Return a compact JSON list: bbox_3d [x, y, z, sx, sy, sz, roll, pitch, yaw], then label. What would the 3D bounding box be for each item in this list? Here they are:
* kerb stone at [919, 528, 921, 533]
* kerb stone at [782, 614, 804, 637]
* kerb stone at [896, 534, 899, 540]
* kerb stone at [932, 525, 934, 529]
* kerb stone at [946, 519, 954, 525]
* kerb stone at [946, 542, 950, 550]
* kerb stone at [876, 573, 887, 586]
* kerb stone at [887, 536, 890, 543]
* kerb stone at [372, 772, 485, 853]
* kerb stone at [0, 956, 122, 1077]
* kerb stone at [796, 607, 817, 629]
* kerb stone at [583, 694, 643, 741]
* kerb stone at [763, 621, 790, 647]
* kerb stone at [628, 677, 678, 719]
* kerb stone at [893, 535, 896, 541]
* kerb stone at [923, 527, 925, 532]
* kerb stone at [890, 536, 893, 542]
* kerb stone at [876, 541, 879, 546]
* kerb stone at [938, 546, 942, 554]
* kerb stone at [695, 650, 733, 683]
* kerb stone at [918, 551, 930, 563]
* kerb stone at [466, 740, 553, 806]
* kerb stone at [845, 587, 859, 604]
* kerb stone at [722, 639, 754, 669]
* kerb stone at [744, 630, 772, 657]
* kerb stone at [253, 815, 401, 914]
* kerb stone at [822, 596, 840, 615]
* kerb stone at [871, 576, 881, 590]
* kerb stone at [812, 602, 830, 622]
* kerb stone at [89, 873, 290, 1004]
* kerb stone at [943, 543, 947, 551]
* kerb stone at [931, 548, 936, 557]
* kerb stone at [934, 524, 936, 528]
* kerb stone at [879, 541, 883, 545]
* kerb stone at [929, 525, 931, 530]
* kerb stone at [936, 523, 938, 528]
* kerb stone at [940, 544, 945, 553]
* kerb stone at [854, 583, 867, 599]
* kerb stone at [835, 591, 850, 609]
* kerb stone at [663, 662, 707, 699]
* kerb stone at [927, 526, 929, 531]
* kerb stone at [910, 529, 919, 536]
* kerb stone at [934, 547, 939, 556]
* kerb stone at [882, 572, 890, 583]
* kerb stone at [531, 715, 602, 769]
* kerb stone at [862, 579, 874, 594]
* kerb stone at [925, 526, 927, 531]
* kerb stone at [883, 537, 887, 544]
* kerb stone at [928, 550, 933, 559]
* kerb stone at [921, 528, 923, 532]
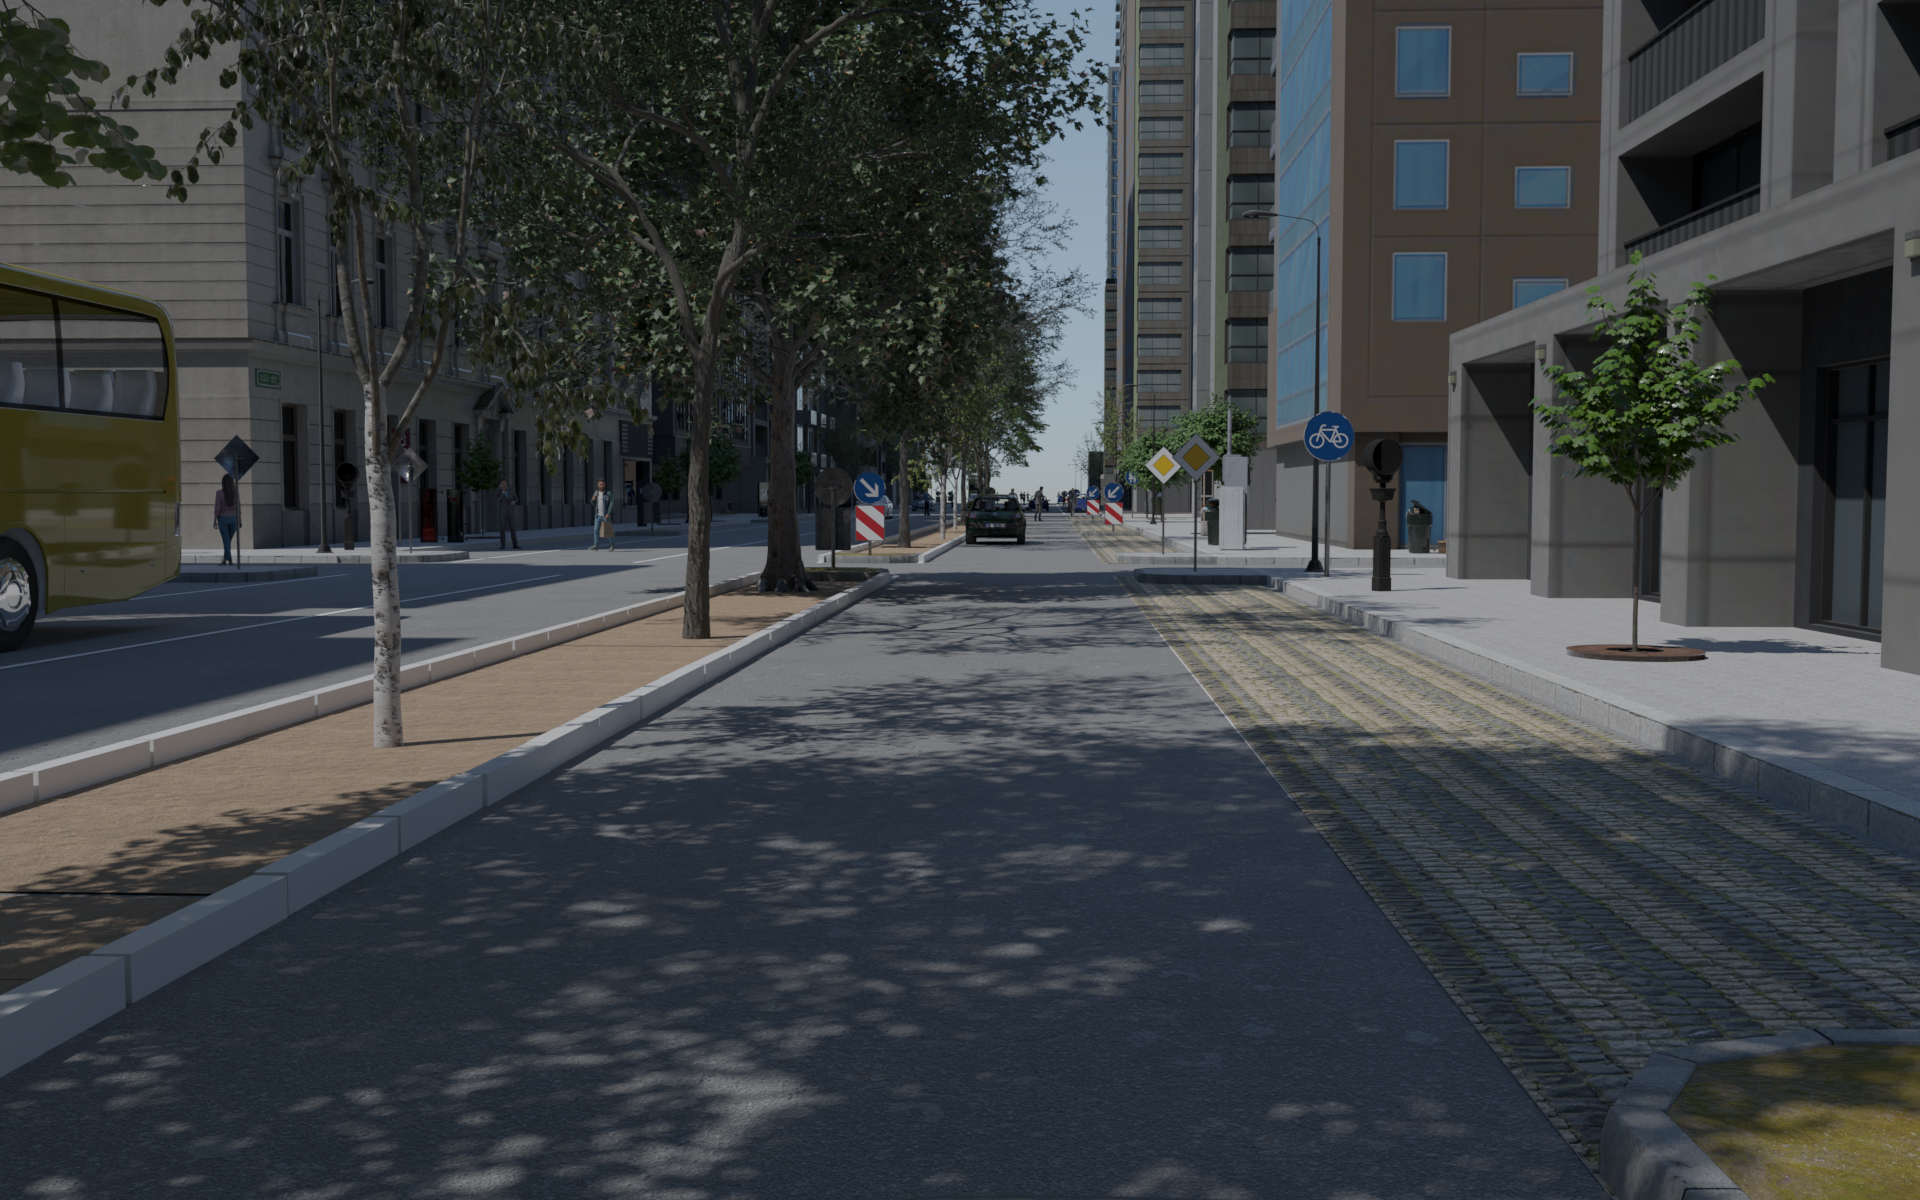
[{"bbox_3d":[-1.587,-2.454,62.325,0.120,0.150,1.000,0,4,3],"label":"kerb stone"},{"bbox_3d":[-1.743,0.277,17.661,0.120,0.150,1.000,0,4,3],"label":"kerb stone"},{"bbox_3d":[-2.048,-1.888,53.132,0.120,0.150,1.000,0,4,3],"label":"kerb stone"},{"bbox_3d":[-1.222,-2.884,69.476,0.120,0.150,1.000,0,4,3],"label":"kerb stone"},{"bbox_3d":[-0.504,-3.764,83.786,0.120,0.150,1.000,0,4,3],"label":"kerb stone"},{"bbox_3d":[-0.417,-1.319,43.788,0.120,0.150,1.000,0,4,3],"label":"kerb stone"},{"bbox_3d":[-1.276,-0.287,26.881,0.120,0.150,1.000,0,4,3],"label":"kerb stone"},{"bbox_3d":[-2.201,-1.704,50.059,0.120,0.150,1.000,0,4,3],"label":"kerb stone"},{"bbox_3d":[-2.267,0.904,7.416,0.120,0.150,1.000,0,4,3],"label":"kerb stone"},{"bbox_3d":[-2.412,1.098,4.332,0.120,0.150,1.000,0,4,3],"label":"kerb stone"},{"bbox_3d":[-1.693,0.215,18.692,0.120,0.150,1.000,0,4,3],"label":"kerb stone"},{"bbox_3d":[-2.111,0.716,10.482,0.120,0.150,1.000,0,4,3],"label":"kerb stone"},{"bbox_3d":[-1.794,0.341,16.640,0.120,0.150,1.000,0,4,3],"label":"kerb stone"},{"bbox_3d":[-2.054,0.654,11.503,0.120,0.150,1.000,0,4,3],"label":"kerb stone"},{"bbox_3d":[-2.106,-1.830,52.112,0.120,0.150,1.000,0,4,3],"label":"kerb stone"},{"bbox_3d":[-1.482,-2.579,64.372,0.120,0.150,1.000,0,4,3],"label":"kerb stone"},{"bbox_3d":[-2.165,-1.767,51.089,0.120,0.150,1.000,0,4,3],"label":"kerb stone"},{"bbox_3d":[-2.368,-1.515,46.972,0.120,0.150,1.000,0,4,3],"label":"kerb stone"},{"bbox_3d":[-0.581,-1.132,40.708,0.120,0.150,1.000,0,4,3],"label":"kerb stone"},{"bbox_3d":[-1.952,0.528,13.555,0.120,0.150,1.000,0,4,3],"label":"kerb stone"},{"bbox_3d":[-0.783,-0.882,36.609,0.120,0.150,1.000,0,4,3],"label":"kerb stone"},{"bbox_3d":[-2.201,0.841,8.440,0.120,0.150,1.000,0,4,3],"label":"kerb stone"},{"bbox_3d":[-1.482,-0.036,22.787,0.120,0.150,1.000,0,4,3],"label":"kerb stone"},{"bbox_3d":[-1.899,0.471,14.581,0.120,0.150,1.000,0,4,3],"label":"kerb stone"},{"bbox_3d":[-1.855,0.406,15.612,0.120,0.150,1.000,0,4,3],"label":"kerb stone"},{"bbox_3d":[-2.318,0.970,6.388,0.120,0.150,1.000,0,4,3],"label":"kerb stone"},{"bbox_3d":[-1.588,0.090,20.734,0.120,0.150,1.000,0,4,3],"label":"kerb stone"},{"bbox_3d":[-1.327,-0.217,25.850,0.120,0.150,1.000,0,4,3],"label":"kerb stone"},{"bbox_3d":[-1.635,0.153,19.713,0.120,0.150,1.000,0,4,3],"label":"kerb stone"},{"bbox_3d":[-2.362,1.038,5.367,0.120,0.150,1.000,0,4,3],"label":"kerb stone"},{"bbox_3d":[-0.468,-1.258,42.768,0.120,0.150,1.000,0,4,3],"label":"kerb stone"},{"bbox_3d":[-0.686,-1.003,38.667,0.120,0.150,1.000,0,4,3],"label":"kerb stone"},{"bbox_3d":[-1.177,-2.954,70.498,0.120,0.150,1.000,0,4,3],"label":"kerb stone"},{"bbox_3d":[-2.317,-1.579,48.009,0.120,0.150,1.000,0,4,3],"label":"kerb stone"},{"bbox_3d":[-1.321,-2.767,67.434,0.120,0.150,1.000,0,4,3],"label":"kerb stone"},{"bbox_3d":[-1.121,-3.015,71.518,0.120,0.150,1.000,0,4,3],"label":"kerb stone"},{"bbox_3d":[-0.520,-1.195,41.737,0.120,0.150,1.000,0,4,3],"label":"kerb stone"},{"bbox_3d":[-1.429,-0.094,23.808,0.120,0.150,1.000,0,4,3],"label":"kerb stone"},{"bbox_3d":[-1.533,0.027,21.761,0.120,0.150,1.000,0,4,3],"label":"kerb stone"},{"bbox_3d":[-2.010,0.591,12.526,0.120,0.150,1.000,0,4,3],"label":"kerb stone"},{"bbox_3d":[-1.378,-2.705,66.414,0.120,0.150,1.000,0,4,3],"label":"kerb stone"},{"bbox_3d":[-1.631,-2.388,61.304,0.120,0.150,1.000,0,4,3],"label":"kerb stone"},{"bbox_3d":[-0.634,-1.070,39.687,0.120,0.150,1.000,0,4,3],"label":"kerb stone"},{"bbox_3d":[-1.234,-0.347,27.902,0.120,0.150,1.000,0,4,3],"label":"kerb stone"},{"bbox_3d":[-2.158,0.779,9.461,0.120,0.150,1.000,0,4,3],"label":"kerb stone"},{"bbox_3d":[-1.380,-0.158,24.829,0.120,0.150,1.000,0,4,3],"label":"kerb stone"},{"bbox_3d":[-1.426,-2.639,65.393,0.120,0.150,1.000,0,4,3],"label":"kerb stone"},{"bbox_3d":[-2.256,-1.641,49.032,0.120,0.150,1.000,0,4,3],"label":"kerb stone"},{"bbox_3d":[-0.730,-0.945,37.643,0.120,0.150,1.000,0,4,3],"label":"kerb stone"},{"bbox_3d":[-1.536,-2.517,63.351,0.120,0.150,1.000,0,4,3],"label":"kerb stone"}]
